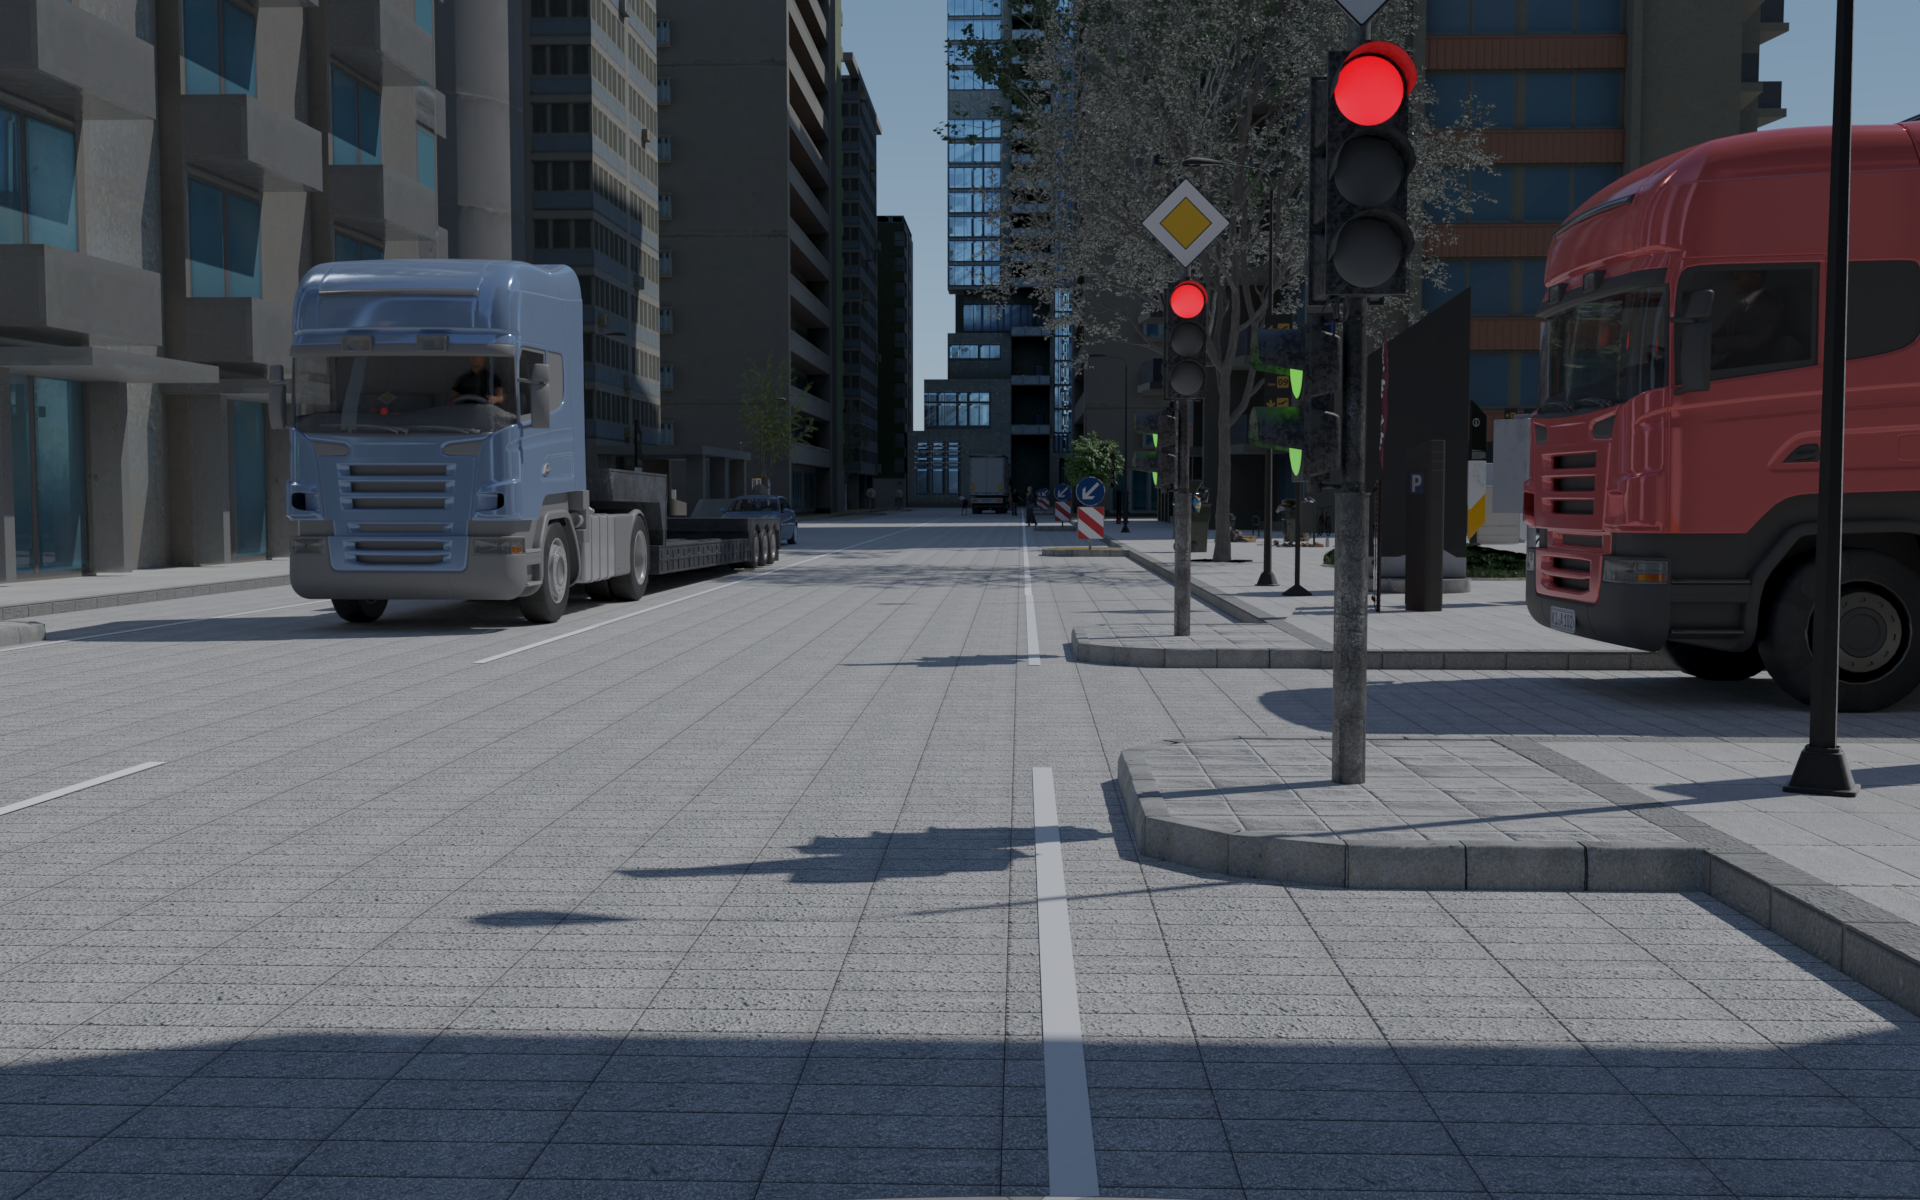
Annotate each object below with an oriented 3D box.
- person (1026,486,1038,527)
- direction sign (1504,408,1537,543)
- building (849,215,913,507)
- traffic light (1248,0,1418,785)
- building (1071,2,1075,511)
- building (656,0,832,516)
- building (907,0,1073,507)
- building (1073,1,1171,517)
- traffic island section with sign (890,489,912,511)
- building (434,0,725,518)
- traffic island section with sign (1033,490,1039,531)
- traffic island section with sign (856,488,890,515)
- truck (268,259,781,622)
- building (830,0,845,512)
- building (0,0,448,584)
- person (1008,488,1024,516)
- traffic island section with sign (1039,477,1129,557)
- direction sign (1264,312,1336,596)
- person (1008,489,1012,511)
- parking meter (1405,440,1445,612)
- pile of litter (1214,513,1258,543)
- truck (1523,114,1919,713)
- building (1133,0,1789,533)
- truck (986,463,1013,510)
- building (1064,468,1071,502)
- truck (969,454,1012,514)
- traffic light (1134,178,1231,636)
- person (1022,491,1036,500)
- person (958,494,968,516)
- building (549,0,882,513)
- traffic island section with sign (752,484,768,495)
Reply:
[{"bbox_3d":[3.089,-4.080,75.629,0.534,1.772,0.576,-3,5,-41],"label":"person"},{"bbox_3d":[14.750,-3.283,45.676,0.876,3.537,0.379,0,4,-4],"label":"direction sign"},{"bbox_3d":[-12.170,-25.075,181.671,14.107,30.474,14.160,0,4,2],"label":"building"},{"bbox_3d":[1.712,-1.143,7.605,0.839,4.253,0.868,0,4,2],"label":"traffic light"},{"bbox_3d":[19.000,-36.009,130.749,21.231,58.520,28.212,0,4,2],"label":"building"},{"bbox_3d":[-19.386,-29.253,101.981,21.300,48.544,21.600,0,4,2],"label":"building"},{"bbox_3d":[10.541,-53.293,184.019,31.000,86.520,22.319,0,4,2],"label":"building"},{"bbox_3d":[17.991,-29.498,105.993,21.300,48.544,21.600,0,4,2],"label":"building"},{"bbox_3d":[-5.089,-8.368,145.437,1.989,1.847,2.006,0,4,2],"label":"traffic island section with sign"},{"bbox_3d":[-25.031,-22.902,66.329,32.217,40.220,23.993,0,4,2],"label":"building"},{"bbox_3d":[3.871,-3.595,67.402,1.989,1.847,2.006,0,4,2],"label":"traffic island section with sign"},{"bbox_3d":[-6.049,-6.720,118.499,1.989,1.847,2.006,0,4,2],"label":"traffic island section with sign"},{"bbox_3d":[-5.334,-2.232,26.255,2.967,4.110,18.799,0,4,3],"label":"truck"},{"bbox_3d":[-15.786,-26.714,120.371,14.154,41.232,14.086,0,4,2],"label":"building"},{"bbox_3d":[-23.360,-25.151,30.820,23.786,49.044,30.456,0,4,2],"label":"building"},{"bbox_3d":[3.631,-6.483,114.504,1.348,1.822,0.705,-3,4,-39],"label":"person"},{"bbox_3d":[2.912,-1.947,40.463,1.989,1.847,2.006,0,4,2],"label":"traffic island section with sign"},{"bbox_3d":[4.263,-1.823,21.800,0.876,3.537,0.379,1,4,19],"label":"direction sign"},{"bbox_3d":[4.326,-8.526,147.899,0.705,1.824,1.348,-1,4,-16],"label":"person"},{"bbox_3d":[5.094,-0.813,19.003,0.255,1.863,0.399,-2,4,-24],"label":"parking meter"},{"bbox_3d":[7.409,-1.990,46.500,1.176,0.858,1.719,1,4,11],"label":"pile of litter"},{"bbox_3d":[9.283,-1.429,12.275,11.283,4.237,2.839,0,4,1],"label":"truck"},{"bbox_3d":[18.642,-25.335,68.854,22.147,44.769,28.867,0,4,2],"label":"building"},{"bbox_3d":[3.302,-10.379,158.615,2.839,4.237,11.283,0,4,3],"label":"truck"},{"bbox_3d":[19.950,-43.820,154.710,20.563,71.187,20.611,0,4,2],"label":"building"},{"bbox_3d":[2.244,-8.511,128.067,2.839,4.237,11.283,0,4,4],"label":"truck"},{"bbox_3d":[1.995,-1.631,15.585,0.839,4.253,0.868,0,4,2],"label":"traffic light"},{"bbox_3d":[5.943,-8.614,149.426,1.348,1.812,0.705,2,4,26],"label":"person"},{"bbox_3d":[0.181,-6.283,114.423,0.799,1.438,0.628,1,4,17],"label":"person"},{"bbox_3d":[-19.332,-28.142,152.002,23.993,40.220,32.217,0,4,2],"label":"building"},{"bbox_3d":[-7.842,-3.623,67.867,1.989,1.847,2.006,0,4,2],"label":"traffic island section with sign"}]
